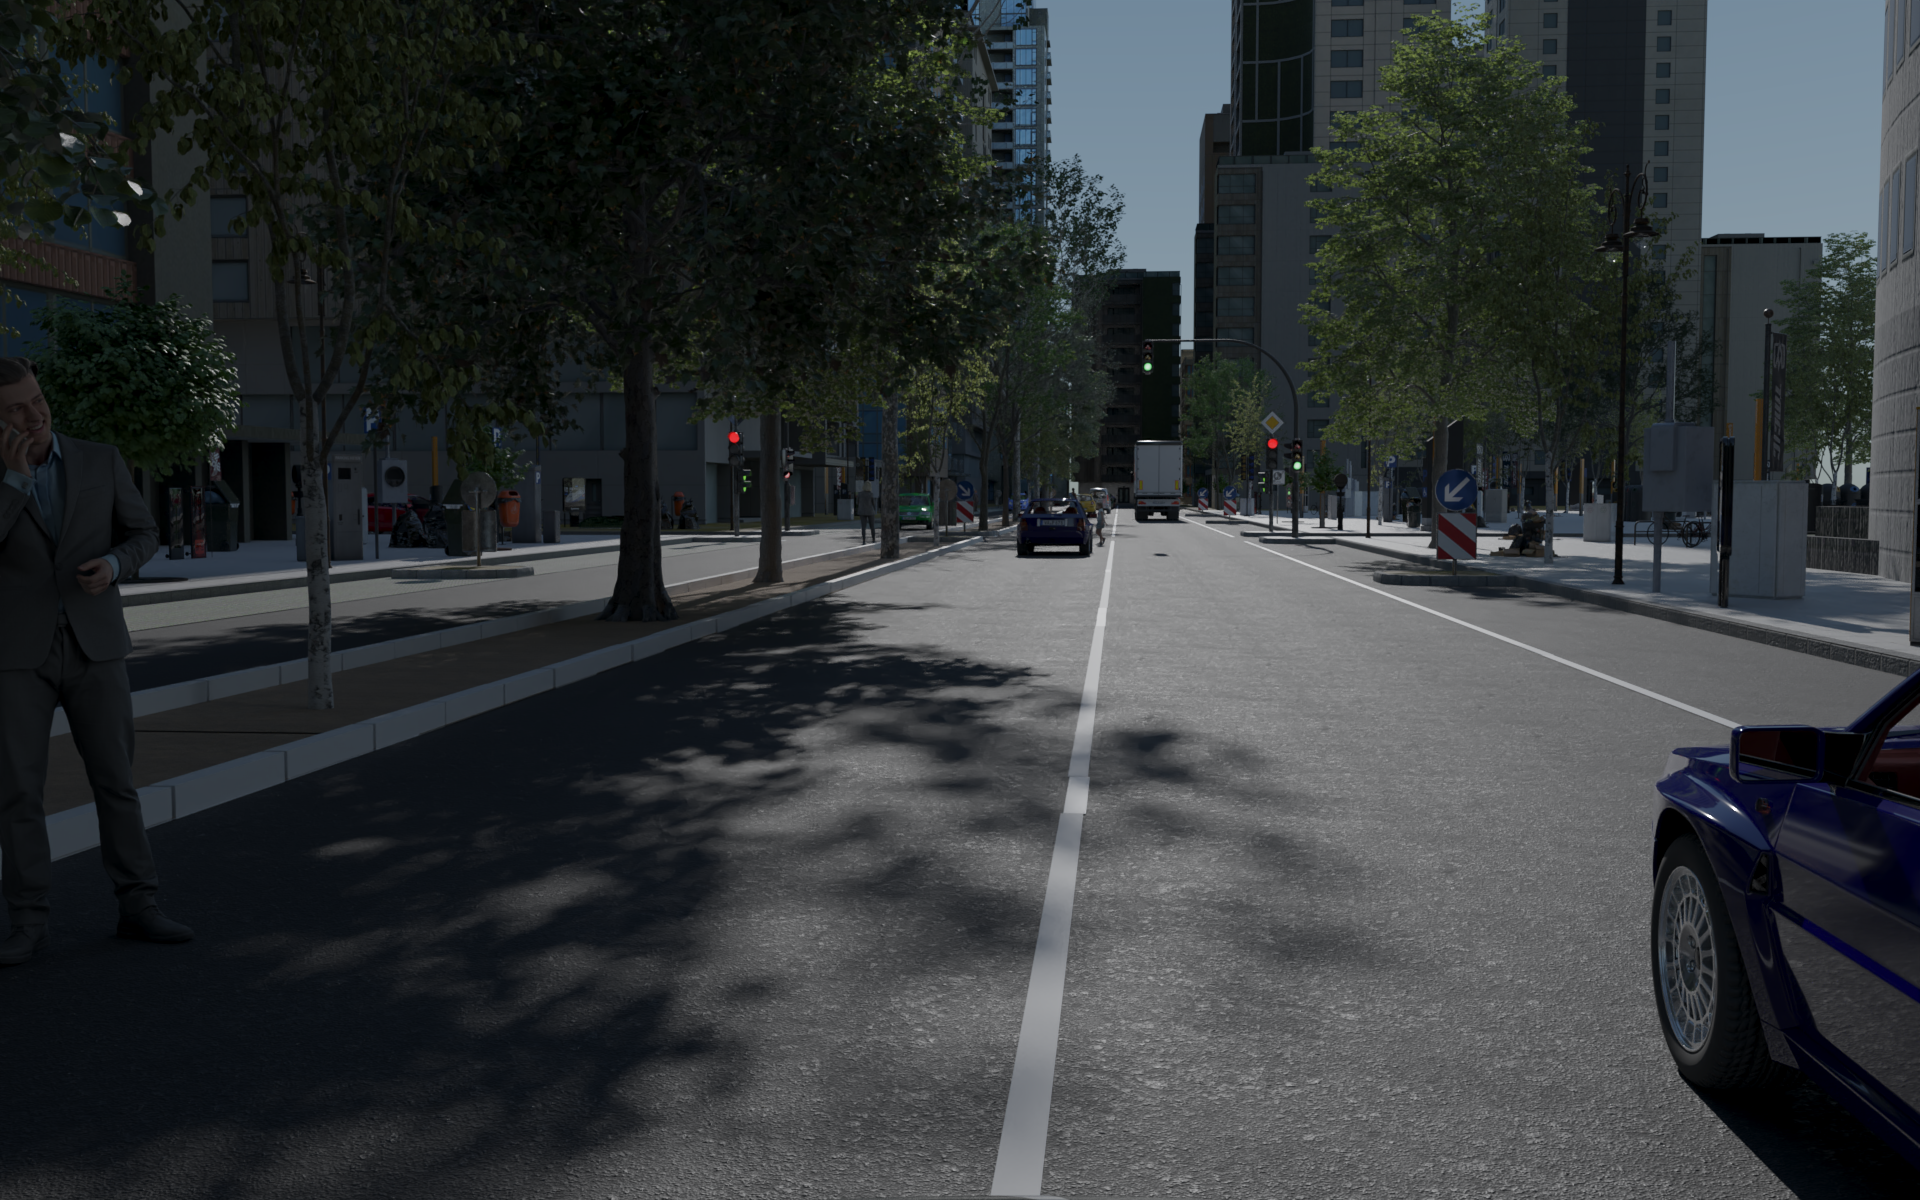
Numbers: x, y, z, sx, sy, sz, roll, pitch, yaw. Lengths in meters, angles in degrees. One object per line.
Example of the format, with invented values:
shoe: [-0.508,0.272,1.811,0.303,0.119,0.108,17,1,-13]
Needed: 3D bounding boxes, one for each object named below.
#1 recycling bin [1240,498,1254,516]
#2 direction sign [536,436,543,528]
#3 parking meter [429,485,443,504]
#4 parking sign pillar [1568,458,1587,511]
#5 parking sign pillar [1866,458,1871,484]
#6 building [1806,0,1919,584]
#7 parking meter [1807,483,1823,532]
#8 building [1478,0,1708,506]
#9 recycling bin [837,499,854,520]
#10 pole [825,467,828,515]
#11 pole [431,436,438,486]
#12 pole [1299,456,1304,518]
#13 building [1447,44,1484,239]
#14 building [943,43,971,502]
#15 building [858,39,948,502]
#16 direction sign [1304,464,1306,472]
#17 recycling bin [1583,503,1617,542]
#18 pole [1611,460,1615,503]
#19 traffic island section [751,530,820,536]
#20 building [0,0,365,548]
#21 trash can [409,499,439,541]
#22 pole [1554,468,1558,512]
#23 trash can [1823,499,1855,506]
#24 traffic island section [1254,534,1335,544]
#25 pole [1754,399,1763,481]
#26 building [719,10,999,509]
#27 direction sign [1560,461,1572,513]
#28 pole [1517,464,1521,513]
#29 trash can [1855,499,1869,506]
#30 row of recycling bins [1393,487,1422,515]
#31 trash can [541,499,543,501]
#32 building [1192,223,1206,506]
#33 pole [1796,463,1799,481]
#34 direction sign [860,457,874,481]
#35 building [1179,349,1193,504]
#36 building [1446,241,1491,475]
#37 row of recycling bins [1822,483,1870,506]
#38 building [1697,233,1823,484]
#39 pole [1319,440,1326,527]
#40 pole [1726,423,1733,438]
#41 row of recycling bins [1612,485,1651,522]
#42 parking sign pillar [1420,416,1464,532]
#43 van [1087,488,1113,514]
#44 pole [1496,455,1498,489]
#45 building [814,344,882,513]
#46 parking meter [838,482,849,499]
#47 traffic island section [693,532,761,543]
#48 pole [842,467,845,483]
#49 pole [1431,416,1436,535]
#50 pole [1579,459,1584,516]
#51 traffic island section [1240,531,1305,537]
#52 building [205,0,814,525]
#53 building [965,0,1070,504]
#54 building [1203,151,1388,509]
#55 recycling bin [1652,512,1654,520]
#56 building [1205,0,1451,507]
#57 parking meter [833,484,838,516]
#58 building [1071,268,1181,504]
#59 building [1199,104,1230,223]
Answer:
recycling bin: [17.014,-5.510,102.640,0.722,1.027,0.722,1,4,19]
direction sign: [-15.722,-4.439,64.579,0.379,3.537,0.876,0,4,-7]
parking meter: [-15.215,-2.565,50.344,0.372,1.533,0.369,0,3,0]
parking sign pillar: [46.478,-8.664,130.135,1.447,3.967,1.447,-1,4,-21]
parking sign pillar: [65.744,-8.333,124.714,1.447,3.967,1.447,0,4,3]
building: [23.530,-29.187,19.209,21.231,58.520,28.212,0,4,5]
parking meter: [19.570,-1.915,39.722,0.372,1.533,0.369,0,3,0]
building: [69.090,-46.190,193.456,20.611,71.187,20.563,0,4,5]
recycling bin: [-5.630,-4.437,85.106,0.722,1.027,0.722,0,4,5]
pole: [-8.208,-6.887,106.451,0.158,3.312,0.155,0,3,0]
pole: [-18.606,-4.132,61.404,0.158,3.312,0.155,0,3,0]
pole: [18.350,-6.063,92.969,0.158,3.312,0.155,0,3,0]
building: [73.269,-41.646,222.909,28.212,58.520,21.231,0,4,5]
building: [-11.502,-33.444,166.415,23.786,49.044,30.456,0,4,5]
building: [-8.591,-30.178,143.526,14.600,45.320,14.200,0,4,5]
direction sign: [25.667,-8.370,128.850,0.379,3.537,0.876,0,4,3]
recycling bin: [17.261,-2.087,46.680,0.722,1.027,0.722,2,4,34]
pole: [38.190,-6.574,101.324,0.158,3.312,0.155,0,3,0]
traffic island section: [-6.036,-2.329,60.353,2.009,0.180,2.903,0,4,5]
building: [-32.629,-23.558,39.806,28.867,44.769,22.147,0,4,5]
trash can: [-14.250,-2.106,46.081,0.748,1.137,0.748,0,3,0]
pole: [43.540,-8.115,126.519,0.158,3.312,0.155,0,3,0]
trash can: [20.847,-1.825,41.492,0.748,1.137,0.748,0,3,0]
traffic island section: [9.853,-1.749,50.872,2.009,0.180,2.903,0,4,5]
pole: [17.116,-2.647,37.124,0.158,3.312,0.155,0,3,0]
building: [-10.345,-37.148,196.605,27.495,52.752,28.713,0,4,5]
direction sign: [40.998,-7.657,117.186,0.379,3.537,0.876,-3,4,-37]
pole: [41.117,-8.165,127.340,0.158,3.312,0.155,0,3,0]
trash can: [26.010,-2.323,49.637,0.748,1.137,0.748,0,3,0]
row of recycling bins: [28.000,-6.219,108.795,3.534,1.692,1.069,-3,4,-36]
trash can: [-12.220,-2.300,49.254,0.748,1.137,0.748,0,3,0]
building: [31.987,-25.323,185.732,14.160,30.474,14.107,0,4,5]
pole: [55.787,-7.433,115.376,0.158,3.312,0.155,0,3,0]
direction sign: [-5.672,-6.965,105.880,0.876,3.537,0.379,0,4,5]
building: [43.935,-23.588,230.710,28.899,21.520,27.650,0,4,5]
building: [52.010,-26.105,198.521,14.107,30.474,14.160,0,4,5]
row of recycling bins: [34.448,-3.624,66.366,3.534,1.692,1.069,0,4,-7]
building: [87.327,-25.947,195.927,14.107,30.474,14.160,0,4,5]
pole: [13.775,-4.401,65.803,0.158,3.312,0.155,0,3,0]
pole: [22.069,-3.420,49.757,0.158,3.312,0.155,0,3,0]
row of recycling bins: [31.517,-4.532,81.209,1.069,1.692,3.534,0,4,3]
parking sign pillar: [16.631,-4.355,59.675,1.447,3.967,1.447,-1,4,-10]
van: [10.230,-7.356,127.280,2.013,2.044,4.112,0,4,7]
pole: [28.256,-5.942,90.995,0.158,3.312,0.155,0,3,0]
building: [-15.956,-41.923,123.695,20.563,71.187,20.611,0,4,5]
parking meter: [-5.703,-4.907,85.939,0.399,1.863,0.255,0,4,8]
traffic island section: [-6.768,-1.842,52.401,2.009,0.180,2.903,0,4,5]
pole: [-7.480,-7.176,111.167,0.158,3.312,0.155,0,3,0]
pole: [12.522,-3.161,45.530,0.158,3.312,0.155,0,3,0]
pole: [36.057,-6.521,100.466,0.158,3.312,0.155,0,3,0]
traffic island section: [10.585,-2.235,58.824,2.009,0.180,2.903,0,4,5]
building: [-20.545,-30.260,83.983,28.713,52.752,27.495,0,4,5]
building: [-0.940,-56.096,229.843,31.000,86.520,22.319,0,4,5]
building: [28.938,-23.148,150.176,14.160,30.474,14.107,0,4,5]
recycling bin: [34.615,-4.450,85.313,0.722,1.027,0.722,-3,4,-37]
building: [34.639,-44.531,166.330,20.563,71.187,20.611,0,4,5]
parking meter: [-7.338,-5.969,103.304,0.399,1.863,0.255,1,4,15]
building: [21.462,-27.731,225.102,14.107,30.474,14.160,0,4,5]
building: [34.644,-33.586,199.247,14.600,45.320,14.200,0,4,5]
